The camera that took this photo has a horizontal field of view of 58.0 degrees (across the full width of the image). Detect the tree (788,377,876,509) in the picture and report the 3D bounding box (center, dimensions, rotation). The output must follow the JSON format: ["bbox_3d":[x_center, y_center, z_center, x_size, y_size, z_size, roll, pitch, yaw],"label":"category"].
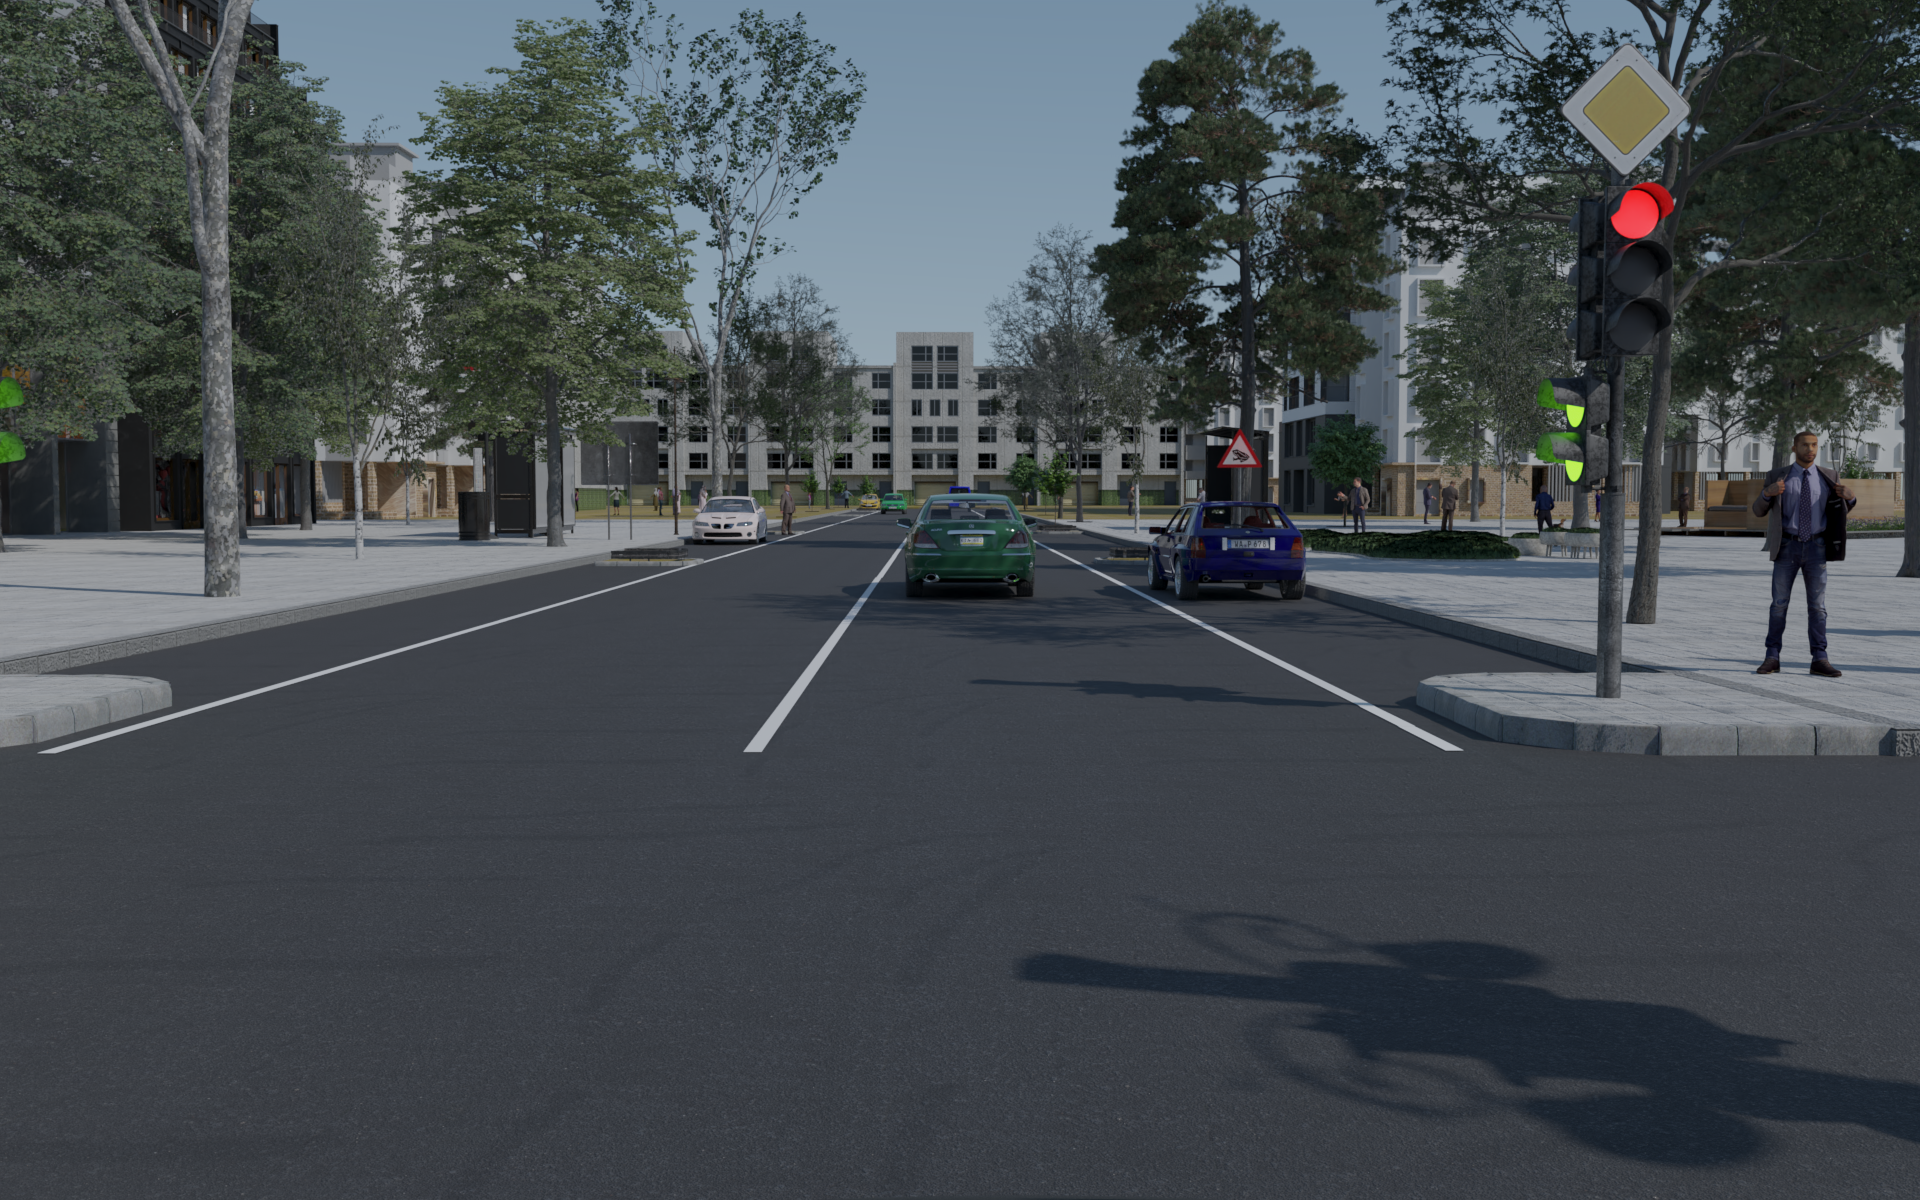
[{"bbox_3d":[-11.044,-13.443,145.555,9.928,11.665,9.643,0,3,0],"label":"tree"}]

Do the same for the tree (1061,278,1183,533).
[{"bbox_3d":[5.534,-6.472,56.173,4.360,8.622,3.978,0,3,0],"label":"tree"}]

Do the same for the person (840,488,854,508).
[{"bbox_3d":[-10.229,-9.201,156.456,1.348,1.826,0.705,0,4,8],"label":"person"}]

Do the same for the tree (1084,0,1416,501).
[{"bbox_3d":[7.221,-8.321,43.465,7.806,13.903,7.818,0,3,0],"label":"tree"}]

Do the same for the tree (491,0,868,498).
[{"bbox_3d":[-10.317,-12.756,64.448,12.611,20.169,13.585,0,3,0],"label":"tree"}]

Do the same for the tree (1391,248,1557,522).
[{"bbox_3d":[23.697,-9.845,79.093,7.486,12.596,7.792,0,3,0],"label":"tree"}]

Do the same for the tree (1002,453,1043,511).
[{"bbox_3d":[5.083,-9.181,133.822,4.285,4.588,4.351,0,3,0],"label":"tree"}]

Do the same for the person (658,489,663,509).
[{"bbox_3d":[-25.778,-8.707,148.265,0.709,1.838,0.599,-1,4,-11],"label":"person"}]

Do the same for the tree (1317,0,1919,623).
[{"bbox_3d":[7.089,-5.038,16.779,7.601,10.594,8.767,1,4,9],"label":"tree"}]

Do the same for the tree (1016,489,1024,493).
[{"bbox_3d":[5.413,-9.309,146.807,1.663,3.219,1.824,0,3,0],"label":"tree"}]

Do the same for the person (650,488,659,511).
[{"bbox_3d":[-23.206,-7.637,131.634,0.721,1.736,1.217,1,4,20],"label":"person"}]

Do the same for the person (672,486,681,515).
[{"bbox_3d":[-17.243,-6.097,105.603,0.599,1.838,0.709,0,4,-4],"label":"person"}]

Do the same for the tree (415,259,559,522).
[{"bbox_3d":[-21.567,-9.628,79.469,6.751,12.117,7.091,0,3,0],"label":"tree"}]

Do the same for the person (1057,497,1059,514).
[{"bbox_3d":[6.400,-6.462,112.418,0.721,1.743,1.217,0,4,2],"label":"person"}]

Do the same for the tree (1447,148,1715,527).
[{"bbox_3d":[22.661,-9.539,62.614,9.857,13.997,8.962,0,3,0],"label":"tree"}]

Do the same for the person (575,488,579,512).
[{"bbox_3d":[-27.633,-7.206,124.538,0.721,1.739,1.217,-1,4,-20],"label":"person"}]

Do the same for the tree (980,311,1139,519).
[{"bbox_3d":[5.172,-9.478,89.374,8.767,10.594,7.601,0,4,2],"label":"tree"}]

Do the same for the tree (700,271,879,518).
[{"bbox_3d":[-9.387,-11.281,94.822,12.009,13.543,11.850,0,3,0],"label":"tree"}]

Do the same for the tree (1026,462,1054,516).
[{"bbox_3d":[5.090,-6.677,103.762,1.663,3.219,1.824,0,3,0],"label":"tree"}]

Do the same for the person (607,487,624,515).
[{"bbox_3d":[-20.948,-6.027,105.373,1.217,1.735,0.721,-3,5,-43],"label":"person"}]

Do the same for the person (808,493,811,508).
[{"bbox_3d":[-13.358,-8.883,154.496,0.599,1.433,0.991,0,4,-2],"label":"person"}]

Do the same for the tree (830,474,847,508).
[{"bbox_3d":[-11.334,-10.257,162.302,1.663,3.219,1.824,0,3,0],"label":"tree"}]

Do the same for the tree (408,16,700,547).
[{"bbox_3d":[-9.898,-7.544,41.472,7.486,12.596,7.792,0,3,0],"label":"tree"}]

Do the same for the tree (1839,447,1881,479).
[{"bbox_3d":[35.925,-4.603,69.853,1.663,3.219,1.824,0,3,0],"label":"tree"}]

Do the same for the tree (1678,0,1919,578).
[{"bbox_3d":[14.911,-7.286,26.557,7.806,13.903,7.818,0,3,0],"label":"tree"}]

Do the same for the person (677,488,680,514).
[{"bbox_3d":[-18.008,-6.320,110.036,0.551,1.740,0.621,1,4,14],"label":"person"}]

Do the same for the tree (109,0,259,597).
[{"bbox_3d":[-10.671,-10.132,21.546,12.611,20.169,13.585,0,3,0],"label":"tree"}]

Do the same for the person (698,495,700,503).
[{"bbox_3d":[-17.519,-6.597,117.132,0.421,1.427,0.697,-1,4,-10],"label":"person"}]

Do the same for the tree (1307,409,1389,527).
[{"bbox_3d":[14.933,-5.100,67.100,4.285,4.588,4.351,0,3,0],"label":"tree"}]

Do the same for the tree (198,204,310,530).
[{"bbox_3d":[-22.763,-8.741,61.042,7.486,12.596,7.792,0,3,0],"label":"tree"}]

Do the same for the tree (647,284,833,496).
[{"bbox_3d":[-10.164,-8.723,77.033,7.601,10.594,8.767,3,5,42],"label":"tree"}]

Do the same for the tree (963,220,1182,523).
[{"bbox_3d":[5.307,-10.267,78.231,12.009,13.543,11.850,0,3,0],"label":"tree"}]

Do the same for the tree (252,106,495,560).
[{"bbox_3d":[-11.562,-5.096,33.687,4.360,8.622,3.978,0,3,0],"label":"tree"}]

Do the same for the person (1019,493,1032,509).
[{"bbox_3d":[5.793,-8.934,152.851,1.217,1.736,0.721,1,4,9],"label":"person"}]

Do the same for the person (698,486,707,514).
[{"bbox_3d":[-13.794,-5.289,93.185,0.621,1.740,0.551,-1,4,-19],"label":"person"}]

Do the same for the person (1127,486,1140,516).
[{"bbox_3d":[10.253,-5.842,102.097,0.750,1.759,0.617,0,4,-4],"label":"person"}]

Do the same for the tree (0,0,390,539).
[{"bbox_3d":[-20.960,-8.748,49.680,9.857,13.997,8.962,0,3,0],"label":"tree"}]

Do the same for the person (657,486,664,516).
[{"bbox_3d":[-17.799,-5.914,103.454,0.721,1.743,1.217,0,4,-6],"label":"person"}]

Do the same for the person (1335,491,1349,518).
[{"bbox_3d":[20.771,-5.194,94.155,0.628,1.438,0.799,2,4,29],"label":"person"}]

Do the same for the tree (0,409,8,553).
[{"bbox_3d":[-21.356,-7.999,37.434,9.857,13.997,8.962,0,3,0],"label":"tree"}]

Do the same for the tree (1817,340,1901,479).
[{"bbox_3d":[31.855,-6.867,62.646,4.360,8.622,3.978,0,3,0],"label":"tree"}]

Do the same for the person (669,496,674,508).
[{"bbox_3d":[-26.907,-9.395,162.906,1.065,1.426,0.557,-2,4,-32],"label":"person"}]

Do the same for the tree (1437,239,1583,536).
[{"bbox_3d":[16.184,-6.133,50.637,4.360,8.622,3.978,0,3,0],"label":"tree"}]

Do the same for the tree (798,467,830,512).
[{"bbox_3d":[-10.680,-7.980,125.069,1.663,3.219,1.824,0,3,0],"label":"tree"}]

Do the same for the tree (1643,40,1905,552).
[{"bbox_3d":[18.325,-7.111,38.313,6.751,12.117,7.091,0,3,0],"label":"tree"}]
